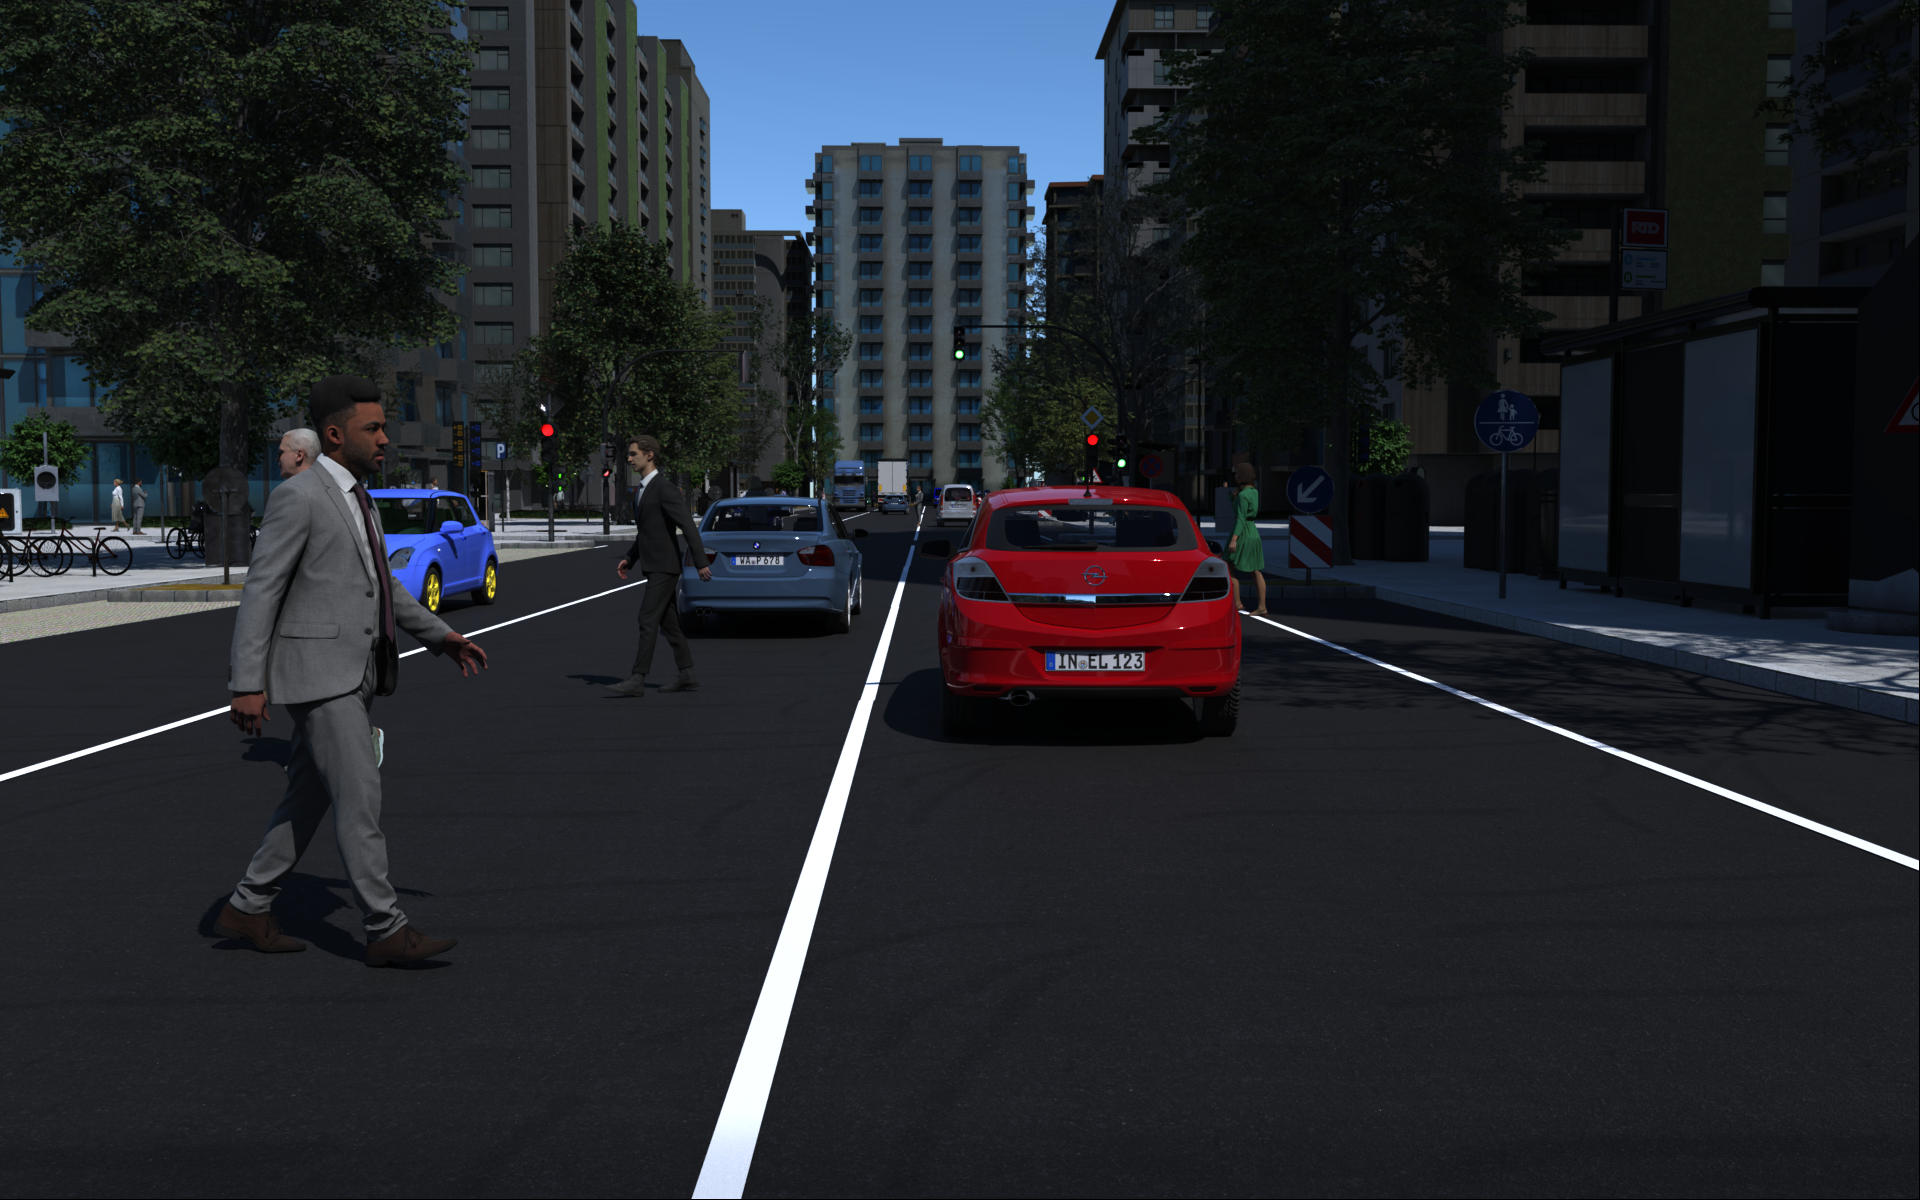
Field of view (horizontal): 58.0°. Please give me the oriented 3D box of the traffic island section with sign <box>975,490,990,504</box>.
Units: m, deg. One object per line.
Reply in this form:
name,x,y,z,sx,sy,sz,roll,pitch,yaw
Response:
traffic island section with sign,1.840,-10.725,183.980,1.989,1.847,2.006,0,4,-1

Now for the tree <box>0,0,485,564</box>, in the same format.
tree,-12.902,-7.566,30.356,9.857,13.997,8.962,0,3,0

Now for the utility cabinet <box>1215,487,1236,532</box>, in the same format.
utility cabinet,9.176,-3.029,58.196,1.173,1.500,0.318,0,4,3

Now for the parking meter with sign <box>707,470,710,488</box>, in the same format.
parking meter with sign,-17.614,-7.698,122.116,0.543,3.016,1.738,0,4,-6

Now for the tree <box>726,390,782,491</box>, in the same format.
tree,-14.641,-10.478,121.677,4.360,8.622,3.978,0,3,0

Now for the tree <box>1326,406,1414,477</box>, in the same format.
tree,15.273,-4.949,64.625,4.285,4.588,4.351,0,3,0

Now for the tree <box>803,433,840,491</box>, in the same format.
tree,-16.094,-15.353,201.387,4.737,8.622,4.395,0,3,0

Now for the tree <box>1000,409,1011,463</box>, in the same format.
tree,5.313,-11.477,138.003,4.737,8.622,4.395,0,3,0

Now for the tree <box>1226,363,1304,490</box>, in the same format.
tree,16.070,-8.724,93.007,4.737,8.622,4.395,0,3,0

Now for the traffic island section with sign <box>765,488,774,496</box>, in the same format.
traffic island section with sign,-11.797,-6.043,107.435,1.989,1.847,2.006,0,4,-1

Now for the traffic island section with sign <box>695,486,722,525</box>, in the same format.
traffic island section with sign,-11.300,-4.364,79.985,1.989,1.847,2.006,0,4,-1

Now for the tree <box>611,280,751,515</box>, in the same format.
tree,-14.823,-10.671,92.598,7.486,12.596,7.792,0,3,0

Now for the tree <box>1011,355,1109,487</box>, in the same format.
tree,5.775,-8.377,87.324,4.737,8.622,4.395,0,3,0

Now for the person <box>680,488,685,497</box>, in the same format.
person,-22.425,-8.114,139.263,0.990,1.755,0.434,-1,4,-21

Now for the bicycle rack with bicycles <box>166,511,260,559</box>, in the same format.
bicycle rack with bicycles,-14.593,-1.312,34.835,2.852,0.926,2.925,2,4,32

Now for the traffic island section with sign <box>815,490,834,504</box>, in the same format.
traffic island section with sign,-12.682,-9.034,156.335,1.989,1.847,2.006,0,4,-1

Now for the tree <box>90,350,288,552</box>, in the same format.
tree,-16.992,-3.396,39.246,4.285,4.588,4.351,0,3,0

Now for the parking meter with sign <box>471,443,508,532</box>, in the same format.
parking meter with sign,-16.123,-3.802,58.417,0.543,3.016,1.738,3,4,39

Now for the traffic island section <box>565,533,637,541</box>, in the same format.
traffic island section,-11.155,-1.976,54.587,2.009,0.180,2.903,0,4,-1

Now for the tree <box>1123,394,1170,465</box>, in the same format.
tree,13.480,-10.786,126.715,4.360,8.622,3.978,0,3,0

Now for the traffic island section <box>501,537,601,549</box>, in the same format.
traffic island section,-11.010,-1.488,46.603,2.009,0.180,2.903,0,4,-1

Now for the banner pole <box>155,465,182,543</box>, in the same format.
banner pole,-20.551,-3.369,45.094,0.863,3.779,0.401,-1,4,-12

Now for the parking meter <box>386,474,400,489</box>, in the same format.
parking meter,-15.452,-2.539,47.227,0.399,1.863,0.255,-2,4,-23

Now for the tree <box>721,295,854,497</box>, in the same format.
tree,-16.915,-18.956,165.817,12.611,20.169,13.585,0,3,0

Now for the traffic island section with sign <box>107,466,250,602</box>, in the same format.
traffic island section with sign,-10.265,-0.926,23.765,1.989,1.847,2.006,0,4,-1

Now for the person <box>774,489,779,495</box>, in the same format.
person,-15.700,-8.643,147.869,0.721,1.766,1.217,-3,5,-41

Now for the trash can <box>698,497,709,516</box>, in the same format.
trash can,-14.868,-5.425,100.345,0.748,1.137,0.748,0,3,0

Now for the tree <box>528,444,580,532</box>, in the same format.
tree,-13.742,-3.925,58.777,1.663,3.219,1.824,0,3,0

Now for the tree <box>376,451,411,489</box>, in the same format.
tree,-21.850,-4.377,66.161,1.663,3.219,1.824,0,3,0

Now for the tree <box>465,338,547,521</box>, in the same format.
tree,-21.225,-8.052,82.019,4.360,8.622,3.978,0,3,0

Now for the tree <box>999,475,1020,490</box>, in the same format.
tree,5.038,-10.986,174.214,1.663,3.219,1.824,0,3,0

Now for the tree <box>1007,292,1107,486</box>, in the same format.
tree,6.488,-10.973,97.534,7.486,12.596,7.792,0,3,0

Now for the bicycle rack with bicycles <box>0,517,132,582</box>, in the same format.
bicycle rack with bicycles,-14.615,-0.794,26.361,2.925,0.926,2.852,1,4,13

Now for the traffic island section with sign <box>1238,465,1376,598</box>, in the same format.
traffic island section with sign,4.739,-0.989,24.793,1.989,1.847,2.006,0,4,-1

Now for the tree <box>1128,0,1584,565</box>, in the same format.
tree,6.888,-6.874,30.519,7.486,12.596,7.792,0,3,0

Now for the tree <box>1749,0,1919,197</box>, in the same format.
tree,7.682,-4.565,9.056,8.767,10.594,7.601,1,4,17

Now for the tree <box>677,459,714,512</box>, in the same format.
tree,-19.448,-8.785,127.353,4.285,4.588,4.351,0,3,0

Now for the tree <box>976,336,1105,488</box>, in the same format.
tree,6.057,-11.505,113.857,9.928,11.665,9.643,0,3,0

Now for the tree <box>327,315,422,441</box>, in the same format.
tree,-21.534,-6.850,62.363,4.360,8.622,3.978,0,3,0

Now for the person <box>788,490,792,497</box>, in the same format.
person,-17.254,-10.341,175.202,0.705,1.814,1.350,1,4,17

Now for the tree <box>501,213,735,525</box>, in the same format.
tree,-14.042,-9.415,70.949,9.611,12.733,9.660,0,3,0

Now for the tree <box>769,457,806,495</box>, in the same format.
tree,-15.160,-10.344,152.831,4.285,4.588,4.351,0,3,0

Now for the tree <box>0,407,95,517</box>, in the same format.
tree,-34.539,-4.994,65.358,4.285,4.588,4.351,0,3,0

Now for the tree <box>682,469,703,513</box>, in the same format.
tree,-18.573,-7.631,119.371,1.663,3.219,1.824,0,3,0

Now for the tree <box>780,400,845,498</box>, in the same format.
tree,-16.091,-16.206,190.730,9.928,11.665,9.643,0,3,0

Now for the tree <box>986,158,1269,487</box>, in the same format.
tree,6.304,-9.341,63.093,12.009,13.543,11.850,0,3,0
